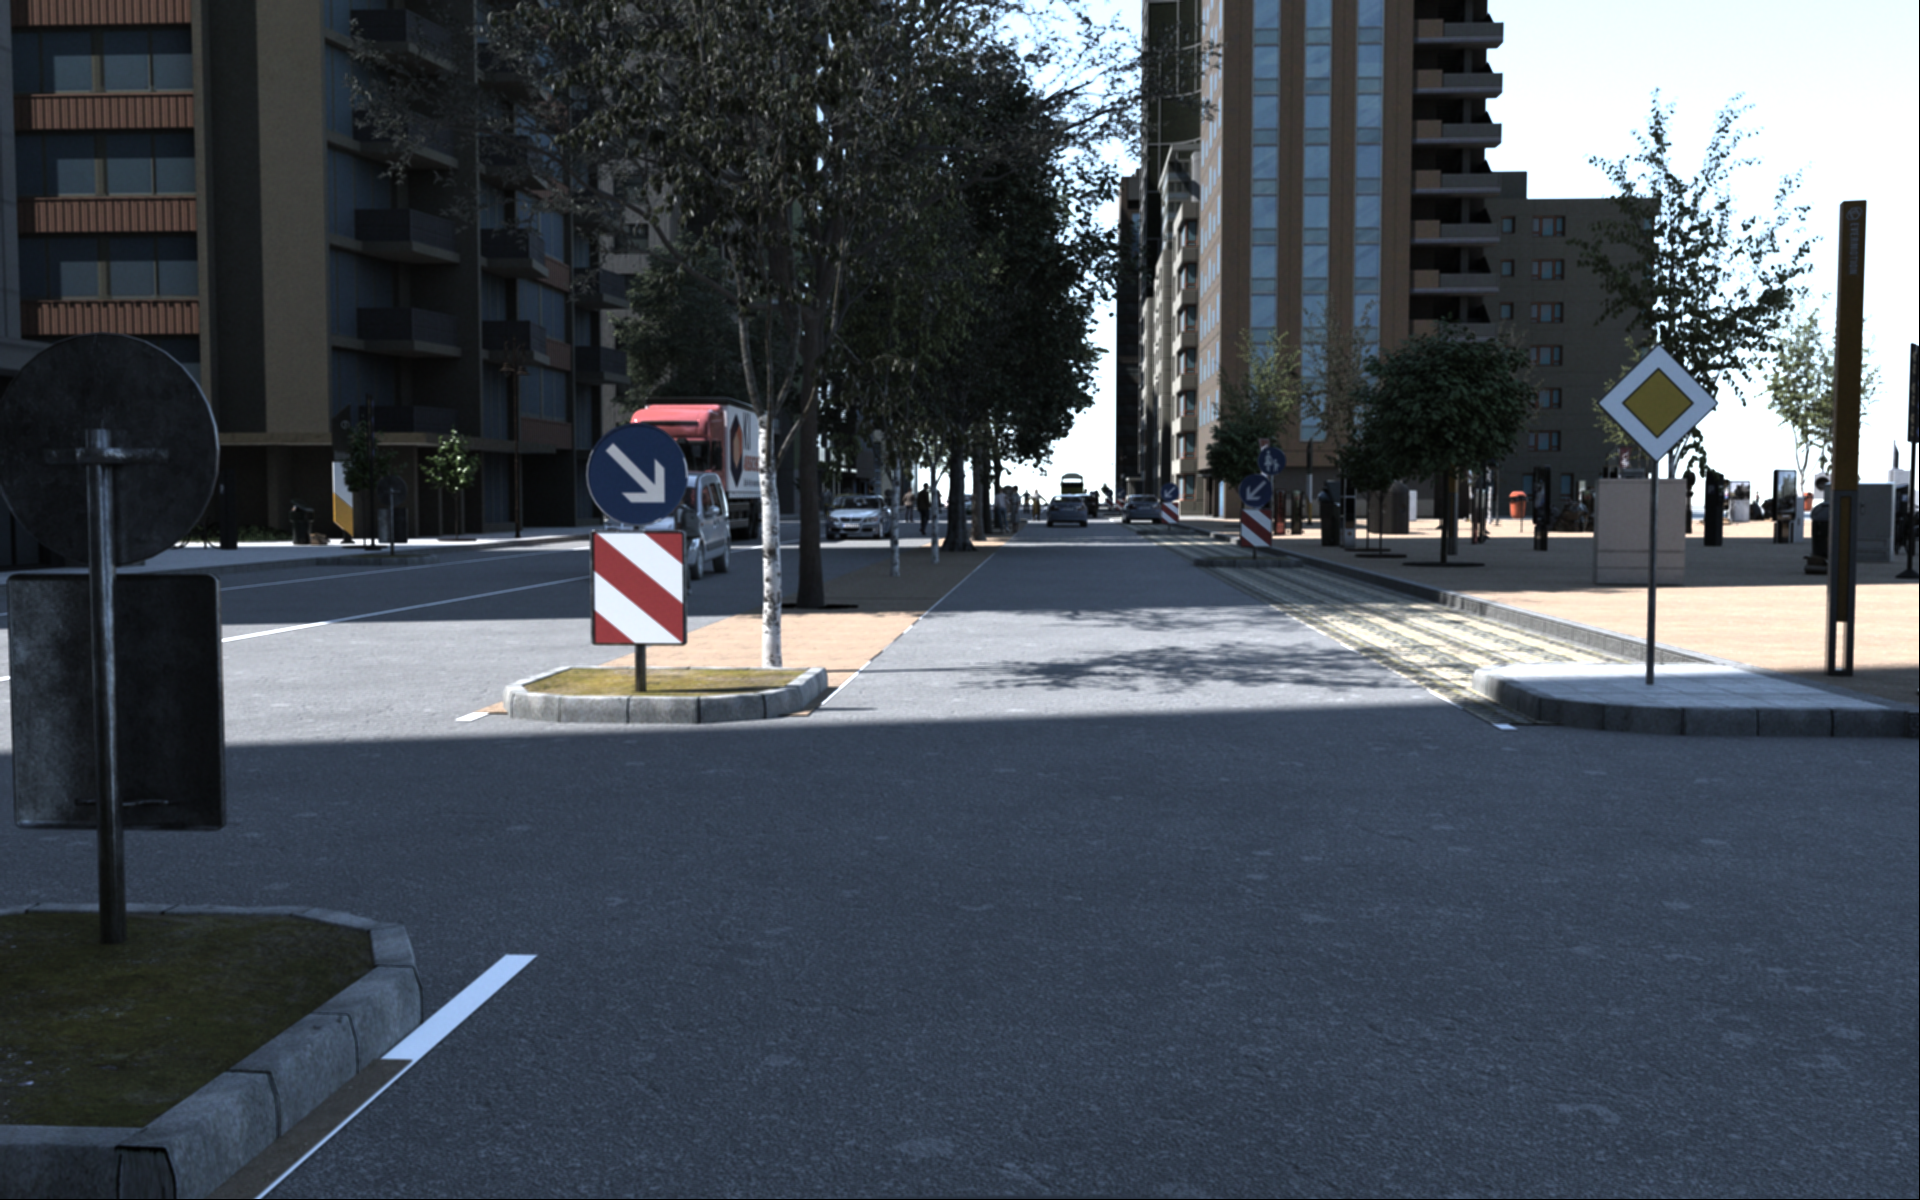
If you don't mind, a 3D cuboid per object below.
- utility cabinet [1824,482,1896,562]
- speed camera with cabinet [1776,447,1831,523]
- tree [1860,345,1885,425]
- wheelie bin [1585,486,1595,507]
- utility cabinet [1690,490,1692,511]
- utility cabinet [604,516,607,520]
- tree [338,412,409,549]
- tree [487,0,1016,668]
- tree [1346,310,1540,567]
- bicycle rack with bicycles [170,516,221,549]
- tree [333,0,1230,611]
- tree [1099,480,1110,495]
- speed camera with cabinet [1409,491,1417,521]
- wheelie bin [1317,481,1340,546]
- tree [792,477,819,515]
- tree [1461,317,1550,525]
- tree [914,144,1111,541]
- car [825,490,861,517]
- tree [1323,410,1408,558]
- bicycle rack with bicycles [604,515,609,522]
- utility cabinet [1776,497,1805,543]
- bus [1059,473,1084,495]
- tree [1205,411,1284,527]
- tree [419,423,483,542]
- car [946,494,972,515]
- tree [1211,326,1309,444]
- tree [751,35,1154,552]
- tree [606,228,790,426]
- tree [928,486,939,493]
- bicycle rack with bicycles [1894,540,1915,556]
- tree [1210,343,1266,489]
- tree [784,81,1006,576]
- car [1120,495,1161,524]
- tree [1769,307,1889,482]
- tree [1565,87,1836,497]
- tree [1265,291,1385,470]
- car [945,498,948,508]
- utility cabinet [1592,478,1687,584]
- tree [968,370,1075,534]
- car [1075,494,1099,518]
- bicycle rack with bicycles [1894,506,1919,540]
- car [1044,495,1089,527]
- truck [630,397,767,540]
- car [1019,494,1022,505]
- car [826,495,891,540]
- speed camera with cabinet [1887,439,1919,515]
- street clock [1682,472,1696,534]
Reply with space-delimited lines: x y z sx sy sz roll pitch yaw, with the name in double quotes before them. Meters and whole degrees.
"utility cabinet" 17.011 -1.475 32.789 1.173 1.500 0.318 3 5 40
"speed camera with cabinet" 35.743 -4.831 73.324 2.038 3.252 0.660 2 4 27
"tree" 28.684 -6.621 58.618 4.737 8.622 4.395 0 3 0
"wheelie bin" 24.421 -3.597 66.723 0.693 1.594 0.980 -2 4 -24
"utility cabinet" 23.375 -2.949 56.893 1.173 1.500 0.318 0 4 7
"utility cabinet" -17.973 -4.677 85.141 1.173 1.500 0.318 0 4 7
"tree" -14.216 -2.842 41.071 1.663 3.219 1.824 0 3 0
"tree" -1.492 -3.698 13.281 4.360 8.622 3.978 0 3 0
"tree" 8.637 -2.897 31.078 4.285 4.588 4.351 0 3 0
"bicycle rack with bicycles" -18.862 -1.632 40.066 2.925 0.926 2.852 1 4 12
"tree" -1.896 -6.643 21.439 12.009 13.543 11.850 0 3 0
"tree" 20.341 -15.143 242.191 1.663 3.219 1.824 0 3 0
"speed camera with cabinet" 20.841 -5.394 82.529 0.660 3.252 2.038 -2 4 -32
"wheelie bin" 9.259 -2.133 42.777 0.980 1.594 0.693 -1 4 -23
"tree" -9.694 -6.961 108.419 1.663 3.219 1.824 0 3 0
"tree" 22.493 -7.497 72.937 4.360 8.622 3.978 0 3 0
"tree" 0.626 -8.044 52.105 7.486 12.596 7.792 0 3 0
"car" -4.920 -4.056 76.542 2.015 1.641 3.980 0 4 2
"tree" 8.461 -2.488 35.286 1.663 3.219 1.824 0 3 0
"bicycle rack with bicycles" -15.333 -4.045 79.512 2.852 0.926 2.925 1 4 18
"utility cabinet" 22.074 -2.132 46.022 1.020 1.237 0.306 -3 5 -41
"bus" 12.913 -12.739 199.833 2.896 3.916 12.252 0 4 3
"tree" 11.134 -5.170 68.251 4.285 4.588 4.351 0 3 0
"tree" -13.874 -3.216 47.182 1.663 3.219 1.824 0 3 0
"car" 0.285 -5.580 103.036 2.131 1.459 4.920 0 4 4
"tree" 13.127 -7.627 75.062 4.737 8.622 4.395 0 3 0
"tree" -0.066 -7.546 42.841 9.611 12.733 9.660 0 3 0
"tree" -12.262 -10.785 82.986 9.857 13.997 8.962 0 3 0
"tree" -3.318 -14.044 224.228 1.663 3.219 1.824 0 3 0
"bicycle rack with bicycles" 19.768 -1.456 37.183 2.852 0.926 2.925 3 4 36
"tree" 14.168 -8.032 81.686 4.360 8.622 3.978 0 3 0
"tree" -1.159 -4.722 30.016 4.737 8.622 4.395 0 3 0
"car" 8.835 -4.414 84.175 2.014 1.417 4.499 0 4 2
"tree" 34.060 -7.161 67.451 4.360 8.622 3.978 0 3 0
"tree" 13.473 -4.993 32.004 4.737 8.622 4.395 0 3 0
"tree" 13.680 -6.824 61.936 4.360 8.622 3.978 0 3 0
"car" -0.489 -9.892 174.098 2.083 1.381 4.827 0 4 4
"utility cabinet" 9.562 -0.961 24.392 1.173 1.500 0.318 1 4 10
"tree" 1.500 -8.785 71.845 9.928 11.665 9.643 0 3 0
"car" 7.599 -5.947 107.025 2.009 1.686 4.222 0 4 4
"bicycle rack with bicycles" 29.228 -2.373 52.183 2.852 0.926 2.925 1 4 8
"car" 4.719 -3.951 76.596 2.014 1.417 4.499 0 4 2
"truck" -7.818 -3.884 52.424 2.839 4.237 11.283 0 4 2
"car" 7.461 -13.859 235.640 2.155 1.783 4.494 0 4 2
"car" -3.215 -2.690 55.988 2.014 1.417 4.499 0 4 5
"speed camera with cabinet" 33.801 -4.131 61.875 0.660 3.252 2.038 1 4 8
"street clock" 23.508 -3.139 55.891 0.358 2.002 0.471 0 4 -5
